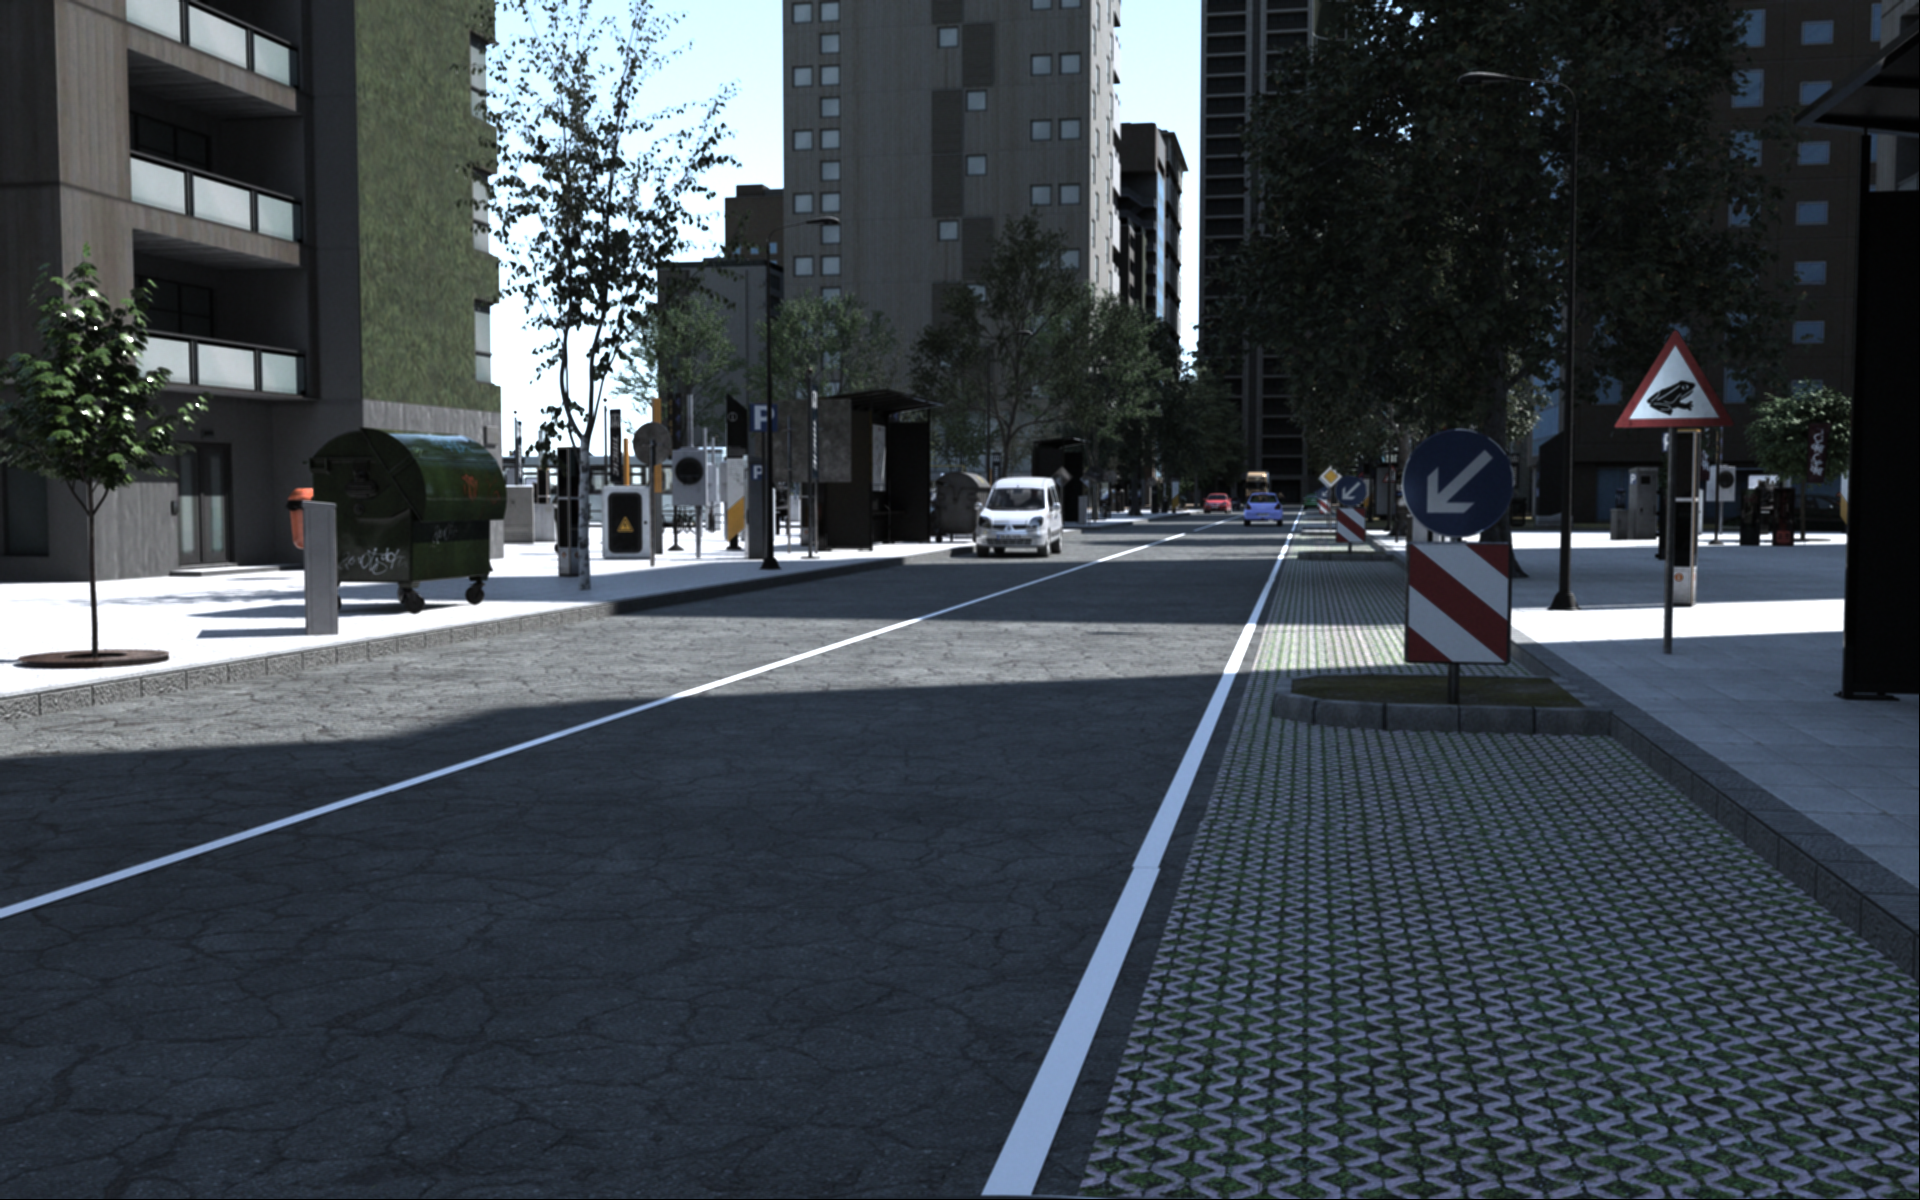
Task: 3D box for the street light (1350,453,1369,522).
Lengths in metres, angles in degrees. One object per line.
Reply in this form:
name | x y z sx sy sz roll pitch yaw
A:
street light | 14.258 -5.329 59.675 1.470 5.913 1.316 1 4 11

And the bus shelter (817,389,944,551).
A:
bus shelter | -1.864 -3.101 41.991 1.731 3.624 6.357 1 4 12

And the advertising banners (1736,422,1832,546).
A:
advertising banners | 20.338 -2.850 42.781 2.074 3.025 0.090 2 4 30

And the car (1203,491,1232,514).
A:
car | 19.167 -7.325 128.804 2.155 1.783 4.494 1 4 13

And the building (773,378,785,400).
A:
building | -6.317 -54.589 205.197 31.000 86.520 22.319 1 4 11

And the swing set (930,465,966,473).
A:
swing set | -0.961 -5.948 94.874 3.119 2.851 2.862 1 4 23

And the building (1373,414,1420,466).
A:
building | 70.034 -37.841 238.308 30.456 49.044 23.786 1 4 11

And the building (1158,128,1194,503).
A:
building | 20.311 -40.425 250.185 27.495 52.752 28.713 1 4 11

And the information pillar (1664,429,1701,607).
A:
information pillar | 8.255 -0.936 19.792 0.304 2.012 0.304 2 4 31

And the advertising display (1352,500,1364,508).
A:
advertising display | 19.854 -4.967 86.426 0.123 1.923 0.974 3 5 43

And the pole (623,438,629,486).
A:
pole | -12.116 -4.226 62.932 0.158 3.312 0.155 0 3 0

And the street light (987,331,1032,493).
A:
street light | 1.346 -4.708 49.509 1.470 5.913 1.316 1 4 11

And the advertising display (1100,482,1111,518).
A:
advertising display | 7.738 -5.329 92.343 0.123 1.923 0.974 -2 4 -26

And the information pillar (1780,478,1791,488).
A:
information pillar | 33.188 -3.986 69.668 0.304 2.012 0.304 -1 4 -18

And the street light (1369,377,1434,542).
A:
street light | 10.196 -4.093 39.467 1.470 5.913 1.316 1 4 11

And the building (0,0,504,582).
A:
building | -17.300 -21.057 27.884 14.154 41.232 14.086 1 4 11

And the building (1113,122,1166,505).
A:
building | 16.665 -34.006 206.107 14.200 45.320 14.600 1 4 11

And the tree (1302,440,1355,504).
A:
tree | 46.500 -18.263 216.721 7.486 12.596 7.792 0 3 0

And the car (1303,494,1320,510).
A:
car | 32.244 -9.113 157.799 1.959 1.807 4.718 1 4 13

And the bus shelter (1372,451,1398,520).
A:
bus shelter | 20.910 -5.479 83.500 2.014 3.302 5.546 1 4 11

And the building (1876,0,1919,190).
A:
building | 27.898 -21.590 36.592 14.154 41.232 14.086 1 4 11

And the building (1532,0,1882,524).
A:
building | 34.780 -26.294 80.023 14.200 45.320 14.600 1 4 11

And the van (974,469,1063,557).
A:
van | 1.424 -2.058 40.666 2.013 2.044 4.112 1 4 9

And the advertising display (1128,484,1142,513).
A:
advertising display | 11.017 -6.368 109.326 0.974 1.923 0.123 -2 4 -28

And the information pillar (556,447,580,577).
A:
information pillar | -6.054 -1.374 26.954 0.304 2.012 0.304 3 5 40

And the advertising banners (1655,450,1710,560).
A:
advertising banners | 14.353 -2.327 34.234 2.074 3.025 0.090 -3 5 -39

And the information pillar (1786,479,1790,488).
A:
information pillar | 30.452 -4.422 63.662 0.183 3.616 0.504 1 4 21

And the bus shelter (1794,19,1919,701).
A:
bus shelter | 5.432 -1.006 7.726 1.731 3.624 6.357 1 4 11

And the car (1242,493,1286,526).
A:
car | 13.735 -4.203 78.308 1.945 1.707 3.694 1 4 11

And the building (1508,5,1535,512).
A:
building | 45.301 -49.080 115.136 22.319 86.520 31.000 1 4 11

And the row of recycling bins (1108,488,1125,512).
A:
row of recycling bins | 10.925 -7.191 124.690 1.069 1.692 3.534 2 4 26

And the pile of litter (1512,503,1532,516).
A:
pile of litter | 32.450 -5.246 99.744 1.719 0.858 1.176 3 4 36

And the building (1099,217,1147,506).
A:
building | 11.698 -24.992 180.316 14.160 30.474 14.107 1 4 11

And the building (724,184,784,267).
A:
building | -25.092 -36.827 252.231 14.200 45.320 14.600 1 4 11

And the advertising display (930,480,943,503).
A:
advertising display | -1.116 -4.645 81.153 0.123 1.923 0.974 -2 4 -34

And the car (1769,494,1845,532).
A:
car | 30.144 -3.110 60.638 4.222 1.686 2.009 1 4 13

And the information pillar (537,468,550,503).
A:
information pillar | -11.958 -2.769 49.763 0.304 2.012 0.304 0 4 1

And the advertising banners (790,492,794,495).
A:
advertising banners | -13.433 -8.406 133.620 0.090 3.025 2.074 2 4 35

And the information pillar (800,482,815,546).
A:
information pillar | -3.777 -2.353 42.957 0.304 2.012 0.304 1 4 12

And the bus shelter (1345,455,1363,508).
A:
bus shelter | 31.008 -9.623 134.974 2.179 5.291 8.768 1 4 11

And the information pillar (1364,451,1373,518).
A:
information pillar | 22.232 -6.305 94.446 0.504 3.616 0.183 0 4 7

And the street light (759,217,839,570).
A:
street light | -2.711 -3.472 29.300 1.470 5.913 1.316 1 4 11

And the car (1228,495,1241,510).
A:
car | 24.604 -8.854 157.345 1.945 1.354 3.894 1 4 11

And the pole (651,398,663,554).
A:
pole | -6.449 -2.631 36.864 0.158 3.312 0.155 0 3 0

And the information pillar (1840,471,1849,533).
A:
information pillar | 29.133 -4.007 56.877 0.183 3.616 0.504 0 4 -7

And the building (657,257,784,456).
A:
building | -28.538 -27.118 215.087 14.107 30.474 14.160 1 4 11

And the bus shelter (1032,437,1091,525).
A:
bus shelter | 4.376 -5.066 74.108 1.731 3.624 6.357 1 4 11

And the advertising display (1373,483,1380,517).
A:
advertising display | 23.716 -5.668 97.889 0.974 1.923 0.123 -3 4 -37

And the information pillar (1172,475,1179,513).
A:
information pillar | 14.268 -7.547 114.741 0.504 3.616 0.183 1 4 23

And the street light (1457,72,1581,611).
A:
street light | 6.180 -2.851 19.163 1.470 5.913 1.316 1 4 11

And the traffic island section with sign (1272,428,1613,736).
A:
traffic island section with sign | 3.065 -0.163 11.296 1.989 1.847 2.006 1 4 11

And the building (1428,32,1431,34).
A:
building | 64.456 -36.665 188.717 28.713 52.752 27.495 1 4 11

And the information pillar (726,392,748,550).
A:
information pillar | -5.148 -2.973 39.956 0.504 3.616 0.183 0 4 -2

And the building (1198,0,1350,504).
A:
building | 44.211 -49.144 241.751 20.611 71.187 20.563 1 4 11

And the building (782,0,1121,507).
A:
building | 0.316 -34.939 160.496 28.713 52.752 27.495 1 4 11
